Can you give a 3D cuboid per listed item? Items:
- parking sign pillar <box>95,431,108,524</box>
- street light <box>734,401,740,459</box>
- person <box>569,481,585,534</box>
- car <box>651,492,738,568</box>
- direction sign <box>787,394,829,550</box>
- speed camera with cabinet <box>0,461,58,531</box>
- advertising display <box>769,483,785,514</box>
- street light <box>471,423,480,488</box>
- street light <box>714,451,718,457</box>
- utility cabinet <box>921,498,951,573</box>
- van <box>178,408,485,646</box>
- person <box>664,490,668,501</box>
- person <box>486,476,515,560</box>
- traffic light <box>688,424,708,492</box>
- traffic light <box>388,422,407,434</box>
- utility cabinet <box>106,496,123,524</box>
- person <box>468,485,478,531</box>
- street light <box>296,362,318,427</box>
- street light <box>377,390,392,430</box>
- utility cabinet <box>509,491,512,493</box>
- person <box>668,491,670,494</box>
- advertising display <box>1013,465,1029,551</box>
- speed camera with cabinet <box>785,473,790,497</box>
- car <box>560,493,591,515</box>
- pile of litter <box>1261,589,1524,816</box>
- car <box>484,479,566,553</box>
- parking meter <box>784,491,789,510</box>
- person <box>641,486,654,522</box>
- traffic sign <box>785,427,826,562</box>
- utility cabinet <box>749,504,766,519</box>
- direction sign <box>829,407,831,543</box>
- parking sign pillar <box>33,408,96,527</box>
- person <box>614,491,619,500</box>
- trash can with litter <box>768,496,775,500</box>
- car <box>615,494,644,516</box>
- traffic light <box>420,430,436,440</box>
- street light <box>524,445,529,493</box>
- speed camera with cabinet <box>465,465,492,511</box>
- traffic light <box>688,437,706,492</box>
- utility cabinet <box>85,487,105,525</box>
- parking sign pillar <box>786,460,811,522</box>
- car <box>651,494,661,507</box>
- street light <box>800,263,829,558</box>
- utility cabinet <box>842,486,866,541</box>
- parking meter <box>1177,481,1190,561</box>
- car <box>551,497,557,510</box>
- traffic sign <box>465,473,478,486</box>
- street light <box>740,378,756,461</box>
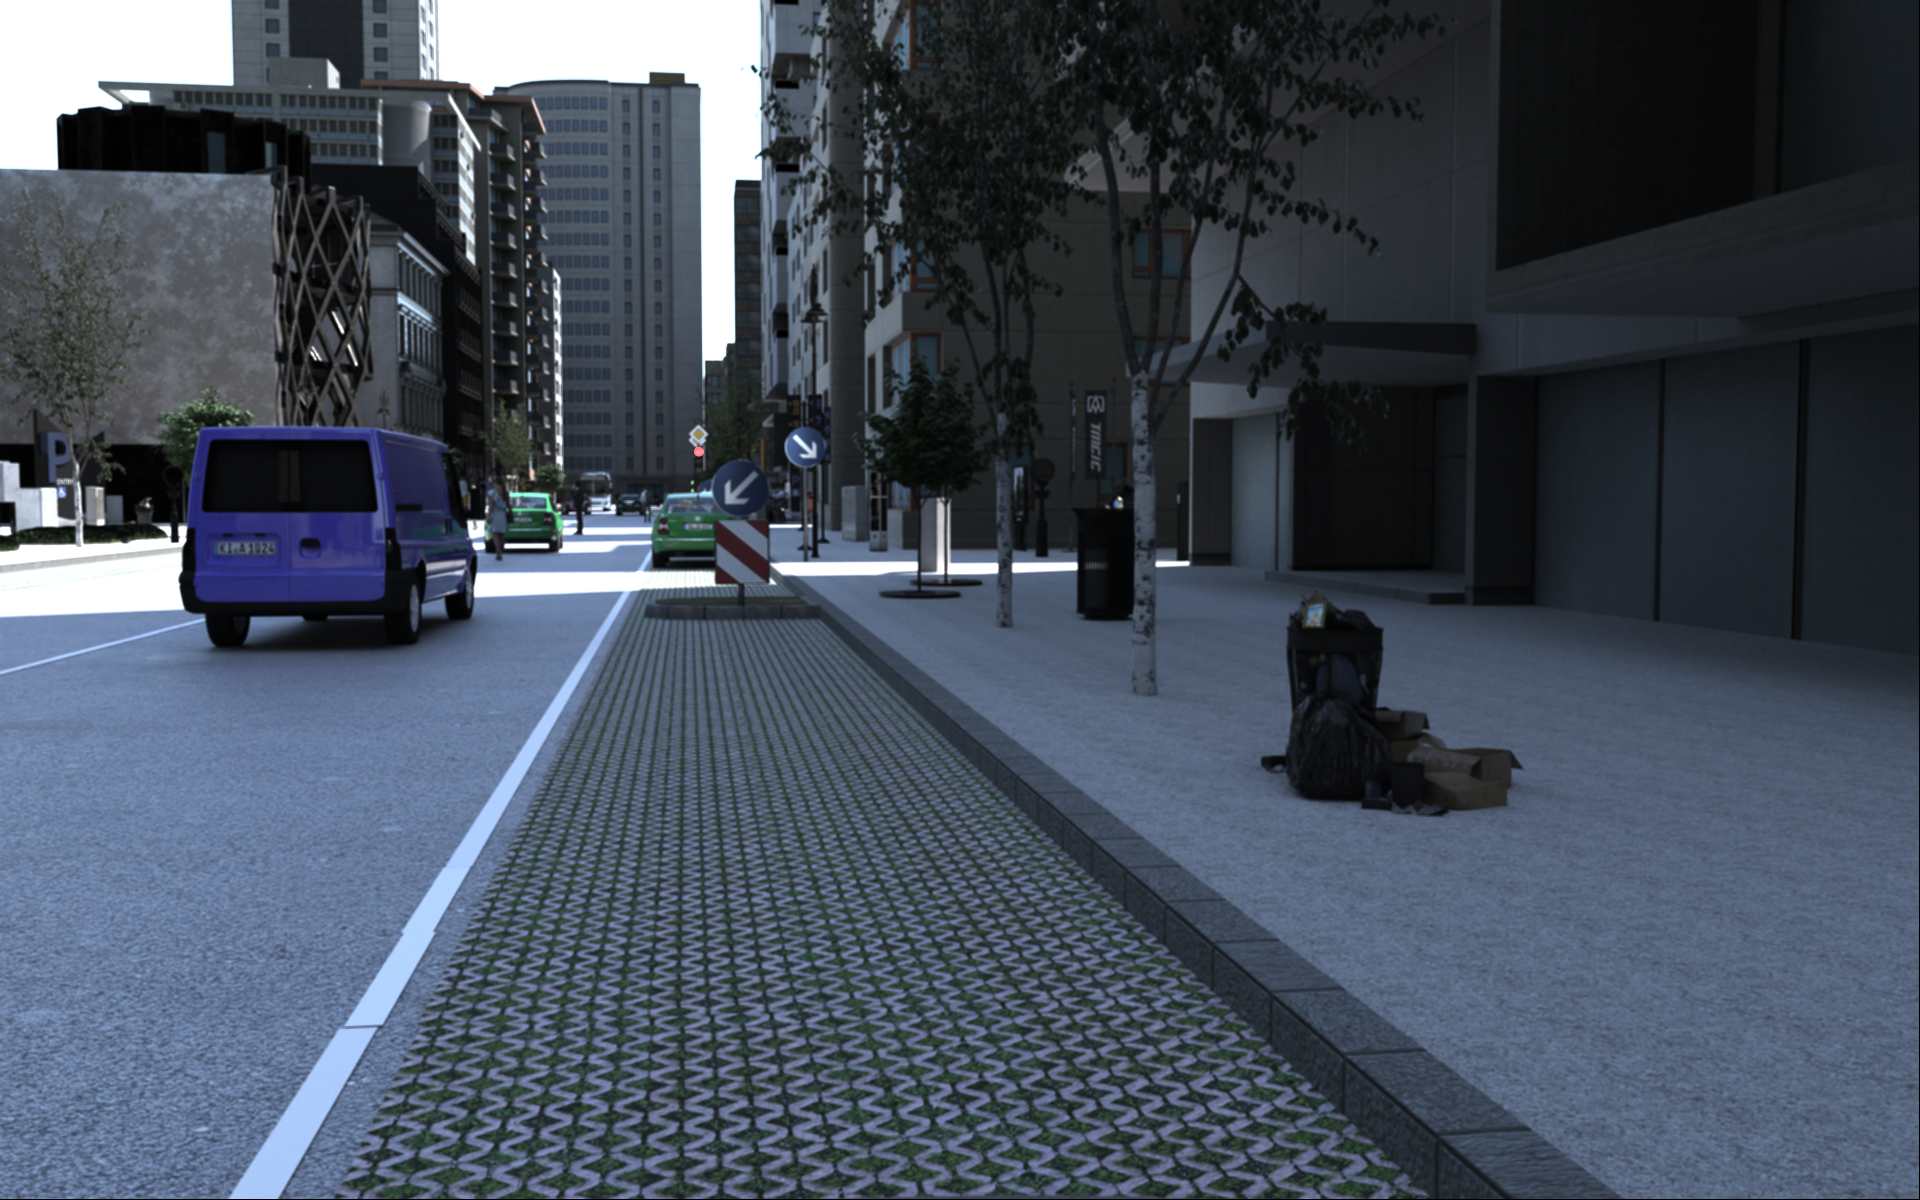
[{"bbox_3d":[-37.131,-5.215,73.736,1.447,3.967,1.447,-3,4,-38],"label":"parking sign pillar"},{"bbox_3d":[-10.821,-6.860,84.951,0.468,5.910,1.993,-1,4,-9],"label":"street light"},{"bbox_3d":[-13.615,-3.282,61.515,0.474,1.900,0.648,0,4,0],"label":"person"},{"bbox_3d":[-5.277,-1.602,34.983,1.959,1.807,4.718,0,4,-8],"label":"car"},{"bbox_3d":[-3.541,-2.907,39.531,0.876,3.537,0.379,1,4,20],"label":"direction sign"},{"bbox_3d":[-26.264,-3.311,48.466,2.038,3.252,0.660,1,4,20],"label":"speed camera with cabinet"},{"bbox_3d":[-10.607,-5.818,100.336,0.974,1.923,0.123,0,4,3],"label":"advertising display"},{"bbox_3d":[-30.769,-8.397,110.071,0.468,5.910,1.993,-1,4,-9],"label":"street light"},{"bbox_3d":[-21.342,-10.953,151.862,0.468,5.910,1.993,-1,4,-9],"label":"street light"},{"bbox_3d":[-0.415,-1.076,28.754,0.306,1.237,1.020,1,4,12],"label":"utility cabinet"},{"bbox_3d":[-6.332,-0.835,18.042,2.240,2.365,5.245,0,4,-7],"label":"van"},{"bbox_3d":[-24.987,-8.443,146.889,0.444,1.785,0.601,1,4,19],"label":"person"},{"bbox_3d":[-9.918,-1.763,37.411,0.616,1.811,0.778,-2,4,-25],"label":"person"},{"bbox_3d":[-10.530,-4.944,69.760,0.839,4.253,0.868,-1,4,-9],"label":"traffic light"},{"bbox_3d":[-22.047,-4.833,67.938,0.839,4.253,0.868,-1,4,-9],"label":"traffic light"},{"bbox_3d":[-36.983,-3.924,75.320,1.020,1.237,0.306,-2,4,-32],"label":"utility cabinet"},{"bbox_3d":[-19.057,-3.621,68.060,0.694,1.780,0.624,2,4,29],"label":"person"},{"bbox_3d":[-22.961,-5.392,60.944,0.468,5.910,1.993,-1,4,-9],"label":"street light"},{"bbox_3d":[-25.430,-6.351,76.628,0.468,5.910,1.993,-1,4,-9],"label":"street light"},{"bbox_3d":[-34.370,-7.453,130.530,1.173,1.500,0.318,1,4,18],"label":"utility cabinet"},{"bbox_3d":[-35.536,-12.452,212.537,0.568,1.767,0.683,2,4,23],"label":"person"},{"bbox_3d":[1.370,-2.077,39.176,0.123,1.923,0.974,-1,4,-12],"label":"advertising display"},{"bbox_3d":[-14.012,-9.209,144.897,0.660,3.252,2.038,3,5,39],"label":"speed camera with cabinet"},{"bbox_3d":[-26.482,-6.757,119.516,2.155,1.783,4.494,0,4,-7],"label":"car"},{"bbox_3d":[1.912,0.380,7.749,1.176,0.858,1.719,1,4,18],"label":"pile of litter"},{"bbox_3d":[-11.004,-2.144,43.843,1.959,1.807,4.718,-1,4,-11],"label":"car"},{"bbox_3d":[-14.020,-8.055,140.109,0.372,1.533,0.369,0,3,0],"label":"parking meter"},{"bbox_3d":[-15.881,-4.858,88.033,0.679,1.850,0.850,-1,4,-18],"label":"person"},{"bbox_3d":[-2.931,-2.004,32.872,0.768,2.556,0.104,0,4,-7],"label":"traffic sign"},{"bbox_3d":[-7.198,-3.229,61.470,0.318,1.500,1.173,1,4,9],"label":"utility cabinet"},{"bbox_3d":[-3.588,-3.257,45.254,0.379,3.537,0.876,-2,4,-31],"label":"direction sign"},{"bbox_3d":[-28.605,-4.056,54.789,1.447,3.967,1.447,1,4,14],"label":"parking sign pillar"},{"bbox_3d":[-36.711,-10.754,185.144,0.721,1.723,1.217,-2,4,-33],"label":"person"},{"bbox_3d":[-10.324,-5.115,95.009,0.624,1.170,1.055,-1,4,-17],"label":"trash can with litter"},{"bbox_3d":[-22.039,-6.371,115.956,2.131,1.459,4.920,0,4,-7],"label":"car"},{"bbox_3d":[-23.289,-5.315,75.826,0.839,4.253,0.868,-1,4,-9],"label":"traffic light"},{"bbox_3d":[-36.088,-10.471,143.996,0.468,5.910,1.993,-1,4,-9],"label":"street light"},{"bbox_3d":[-33.287,-7.670,119.747,2.038,3.252,0.660,2,4,29],"label":"speed camera with cabinet"},{"bbox_3d":[-11.772,-5.427,77.649,0.839,4.253,0.868,-1,4,-9],"label":"traffic light"},{"bbox_3d":[-26.238,-2.685,52.582,0.318,1.500,1.173,-1,4,-16],"label":"utility cabinet"},{"bbox_3d":[-7.624,-5.607,80.142,1.447,3.967,1.447,0,4,-8],"label":"parking sign pillar"},{"bbox_3d":[-33.153,-10.788,186.173,2.009,1.686,4.222,-1,4,-10],"label":"car"},{"bbox_3d":[-2.932,-3.799,34.902,0.468,5.910,1.993,-1,4,-9],"label":"street light"},{"bbox_3d":[-2.914,-2.364,47.326,0.318,1.500,1.173,-1,4,-23],"label":"utility cabinet"},{"bbox_3d":[4.355,-1.517,33.207,0.372,1.533,0.369,0,3,0],"label":"parking meter"},{"bbox_3d":[-24.874,-5.502,102.316,2.083,1.381,4.827,0,4,-8],"label":"car"},{"bbox_3d":[-29.870,-6.471,105.900,0.768,2.556,0.104,0,4,0],"label":"traffic sign"},{"bbox_3d":[-8.389,-5.896,69.180,0.468,5.910,1.993,-1,4,-9],"label":"street light"}]
